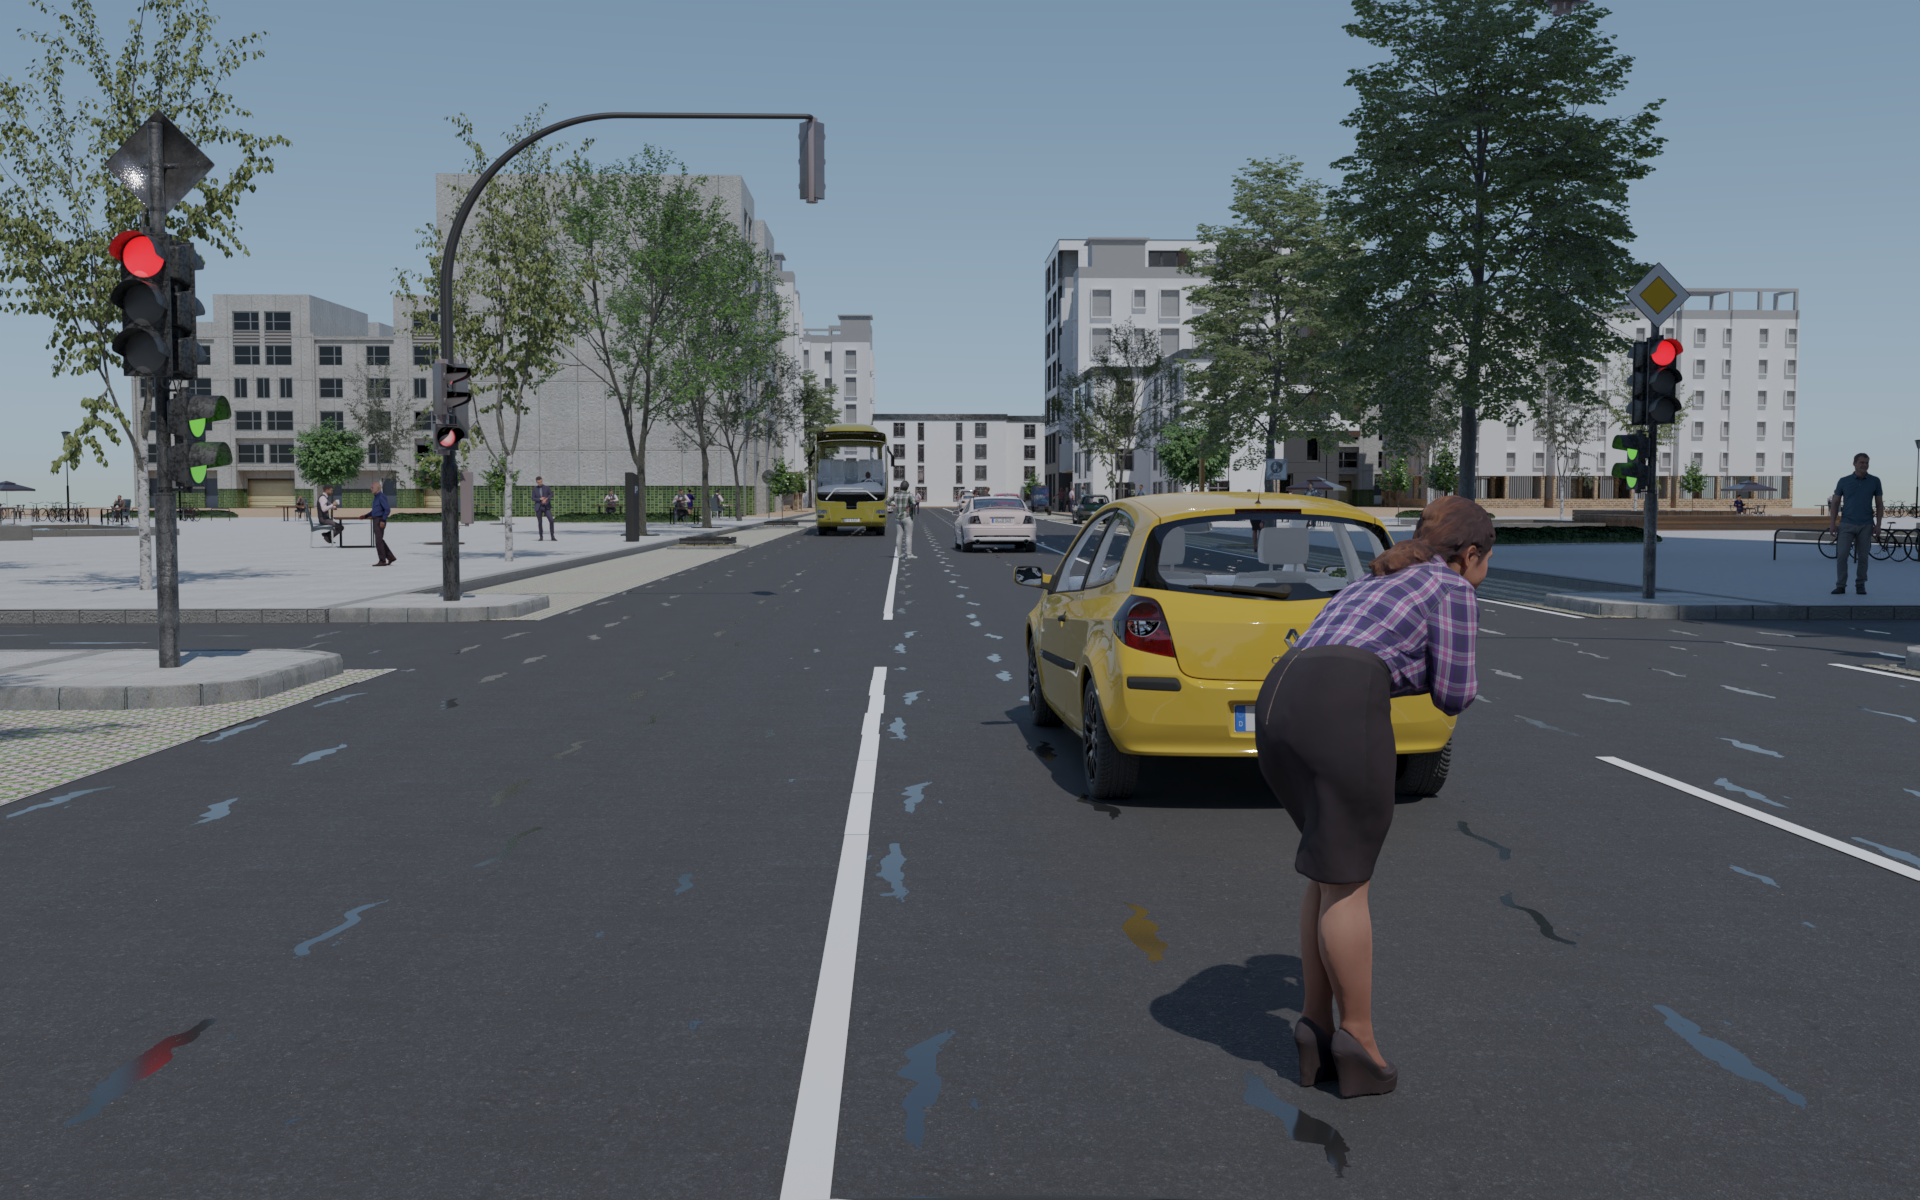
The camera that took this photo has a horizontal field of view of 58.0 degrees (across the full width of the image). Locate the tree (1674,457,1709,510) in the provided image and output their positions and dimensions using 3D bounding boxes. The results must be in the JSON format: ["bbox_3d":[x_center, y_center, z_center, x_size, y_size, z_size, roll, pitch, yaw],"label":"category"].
[{"bbox_3d":[38.297,-5.885,90.823,1.663,3.219,1.824,0,3,0],"label":"tree"}]

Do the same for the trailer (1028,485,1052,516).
[{"bbox_3d":[5.284,-6.643,115.661,1.471,1.999,3.904,0,4,-2],"label":"trailer"}]

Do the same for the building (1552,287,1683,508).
[{"bbox_3d":[59.197,-18.876,165.034,11.380,20.091,16.016,0,4,-2],"label":"building"}]

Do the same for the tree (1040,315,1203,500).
[{"bbox_3d":[8.389,-9.588,91.175,8.767,10.594,7.601,0,4,1],"label":"tree"}]

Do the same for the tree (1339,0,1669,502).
[{"bbox_3d":[10.613,-7.134,34.766,7.486,12.596,7.792,0,3,0],"label":"tree"}]

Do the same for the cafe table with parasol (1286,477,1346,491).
[{"bbox_3d":[14.064,-3.886,68.396,2.610,1.966,2.610,0,4,-6],"label":"cafe table with parasol"}]

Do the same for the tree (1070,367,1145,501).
[{"bbox_3d":[8.407,-9.012,97.710,4.737,8.622,4.395,0,3,0],"label":"tree"}]

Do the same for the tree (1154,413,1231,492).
[{"bbox_3d":[9.251,-5.187,68.518,4.285,4.588,4.351,0,3,0],"label":"tree"}]

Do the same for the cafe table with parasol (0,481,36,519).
[{"bbox_3d":[-48.937,-5.142,88.933,2.610,1.966,2.610,0,4,-8],"label":"cafe table with parasol"}]

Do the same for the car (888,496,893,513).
[{"bbox_3d":[-5.976,-7.168,129.565,2.083,1.381,4.827,0,4,-1],"label":"car"}]

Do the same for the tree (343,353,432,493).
[{"bbox_3d":[-30.347,-8.619,91.285,4.360,8.622,3.978,0,3,0],"label":"tree"}]

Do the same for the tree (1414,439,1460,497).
[{"bbox_3d":[16.669,-3.946,59.121,1.663,3.219,1.824,0,3,0],"label":"tree"}]

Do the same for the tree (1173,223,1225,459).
[{"bbox_3d":[10.870,-8.577,58.368,7.486,12.596,7.792,0,3,0],"label":"tree"}]

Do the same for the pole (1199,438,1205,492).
[{"bbox_3d":[8.796,-4.229,62.982,0.158,3.312,0.155,0,3,0],"label":"pole"}]

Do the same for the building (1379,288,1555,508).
[{"bbox_3d":[47.786,-18.897,165.386,11.380,20.091,16.016,0,4,-2],"label":"building"}]

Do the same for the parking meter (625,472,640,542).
[{"bbox_3d":[-8.794,-2.494,46.480,0.255,1.863,0.399,1,4,15],"label":"parking meter"}]

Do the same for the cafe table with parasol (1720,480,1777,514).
[{"bbox_3d":[39.654,-5.032,87.135,2.610,1.966,2.610,-3,5,-41],"label":"cafe table with parasol"}]

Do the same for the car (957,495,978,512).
[{"bbox_3d":[0.797,-7.661,137.618,2.083,1.381,4.827,0,4,-4],"label":"car"}]

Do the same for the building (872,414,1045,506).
[{"bbox_3d":[4.742,-14.905,185.836,28.070,9.664,9.099,0,4,-2],"label":"building"}]

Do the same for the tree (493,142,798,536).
[{"bbox_3d":[-9.889,-7.761,52.650,9.928,11.665,9.643,0,3,0],"label":"tree"}]

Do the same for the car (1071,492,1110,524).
[{"bbox_3d":[6.318,-4.448,82.507,2.009,1.686,4.222,0,4,-1],"label":"car"}]

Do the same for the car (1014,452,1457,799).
[{"bbox_3d":[1.354,0.038,9.610,2.015,1.641,3.980,0,4,-4],"label":"car"}]

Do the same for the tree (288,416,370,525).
[{"bbox_3d":[-26.476,-5.443,72.709,4.285,4.588,4.351,0,3,0],"label":"tree"}]

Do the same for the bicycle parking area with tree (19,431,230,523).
[{"bbox_3d":[-39.218,-5.764,81.239,8.231,4.147,9.016,-3,4,-37],"label":"bicycle parking area with tree"}]

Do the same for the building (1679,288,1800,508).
[{"bbox_3d":[70.657,-18.915,165.683,11.380,20.091,16.016,0,4,-2],"label":"building"}]

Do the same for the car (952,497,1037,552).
[{"bbox_3d":[0.874,-1.942,44.112,2.083,1.381,4.827,0,4,-4],"label":"car"}]

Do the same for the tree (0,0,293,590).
[{"bbox_3d":[-11.123,-4.434,22.864,4.737,8.622,4.395,0,3,0],"label":"tree"}]

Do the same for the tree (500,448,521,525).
[{"bbox_3d":[-19.126,-4.775,72.670,1.663,3.219,1.824,0,3,0],"label":"tree"}]

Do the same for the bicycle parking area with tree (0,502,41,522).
[{"bbox_3d":[-48.470,-5.589,78.382,8.231,4.147,9.016,0,4,5],"label":"bicycle parking area with tree"}]

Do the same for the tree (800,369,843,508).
[{"bbox_3d":[-13.861,-14.660,157.816,7.486,12.596,7.792,0,3,0],"label":"tree"}]

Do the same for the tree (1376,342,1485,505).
[{"bbox_3d":[21.188,-7.866,78.979,4.360,8.622,3.978,0,3,0],"label":"tree"}]

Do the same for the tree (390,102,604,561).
[{"bbox_3d":[-8.701,-5.055,33.005,4.737,8.622,4.395,0,3,0],"label":"tree"}]

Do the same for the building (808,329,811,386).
[{"bbox_3d":[-21.132,-17.700,145.810,16.016,20.091,11.380,0,4,-2],"label":"building"}]

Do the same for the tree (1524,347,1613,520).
[{"bbox_3d":[27.319,-7.826,78.317,4.360,8.622,3.978,0,3,0],"label":"tree"}]

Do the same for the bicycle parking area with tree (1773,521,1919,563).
[{"bbox_3d":[20.299,-2.758,32.099,8.231,4.147,9.016,-1,4,-12],"label":"bicycle parking area with tree"}]

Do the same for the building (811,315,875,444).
[{"bbox_3d":[-15.100,-20.337,188.937,11.380,20.091,16.016,0,4,-2],"label":"building"}]

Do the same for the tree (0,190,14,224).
[{"bbox_3d":[-16.445,-4.628,26.036,4.360,8.622,3.978,0,3,0],"label":"tree"}]

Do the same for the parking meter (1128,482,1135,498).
[{"bbox_3d":[8.214,-4.720,82.877,0.255,1.863,0.399,-1,4,-15],"label":"parking meter"}]

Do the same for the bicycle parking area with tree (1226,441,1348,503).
[{"bbox_3d":[16.992,-6.476,92.885,8.231,4.147,9.016,1,4,19],"label":"bicycle parking area with tree"}]

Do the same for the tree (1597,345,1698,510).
[{"bbox_3d":[32.696,-8.114,83.027,4.737,8.622,4.395,0,3,0],"label":"tree"}]

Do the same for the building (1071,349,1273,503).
[{"bbox_3d":[13.180,-10.515,114.060,9.099,9.664,28.070,0,4,-2],"label":"building"}]

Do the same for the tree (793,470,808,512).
[{"bbox_3d":[-11.589,-8.103,127.089,1.663,3.219,1.824,0,3,0],"label":"tree"}]

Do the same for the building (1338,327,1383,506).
[{"bbox_3d":[34.917,-19.786,189.956,31.486,18.905,16.747,0,4,-2],"label":"building"}]

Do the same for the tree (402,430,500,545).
[{"bbox_3d":[-13.078,-3.027,44.099,1.663,3.219,1.824,0,3,0],"label":"tree"}]

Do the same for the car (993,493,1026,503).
[{"bbox_3d":[2.441,-5.073,91.978,2.155,1.783,4.494,0,4,-1],"label":"car"}]

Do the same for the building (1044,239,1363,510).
[{"bbox_3d":[21.324,-19.062,155.631,27.936,21.610,32.646,0,4,-2],"label":"building"}]

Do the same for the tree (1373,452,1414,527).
[{"bbox_3d":[17.482,-4.530,68.665,1.663,3.219,1.824,0,3,0],"label":"tree"}]

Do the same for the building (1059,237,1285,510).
[{"bbox_3d":[15.864,-16.948,133.523,16.016,20.091,11.380,0,4,-2],"label":"building"}]

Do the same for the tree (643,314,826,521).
[{"bbox_3d":[-10.565,-9.040,82.213,8.767,10.594,7.601,-1,4,-19],"label":"tree"}]
